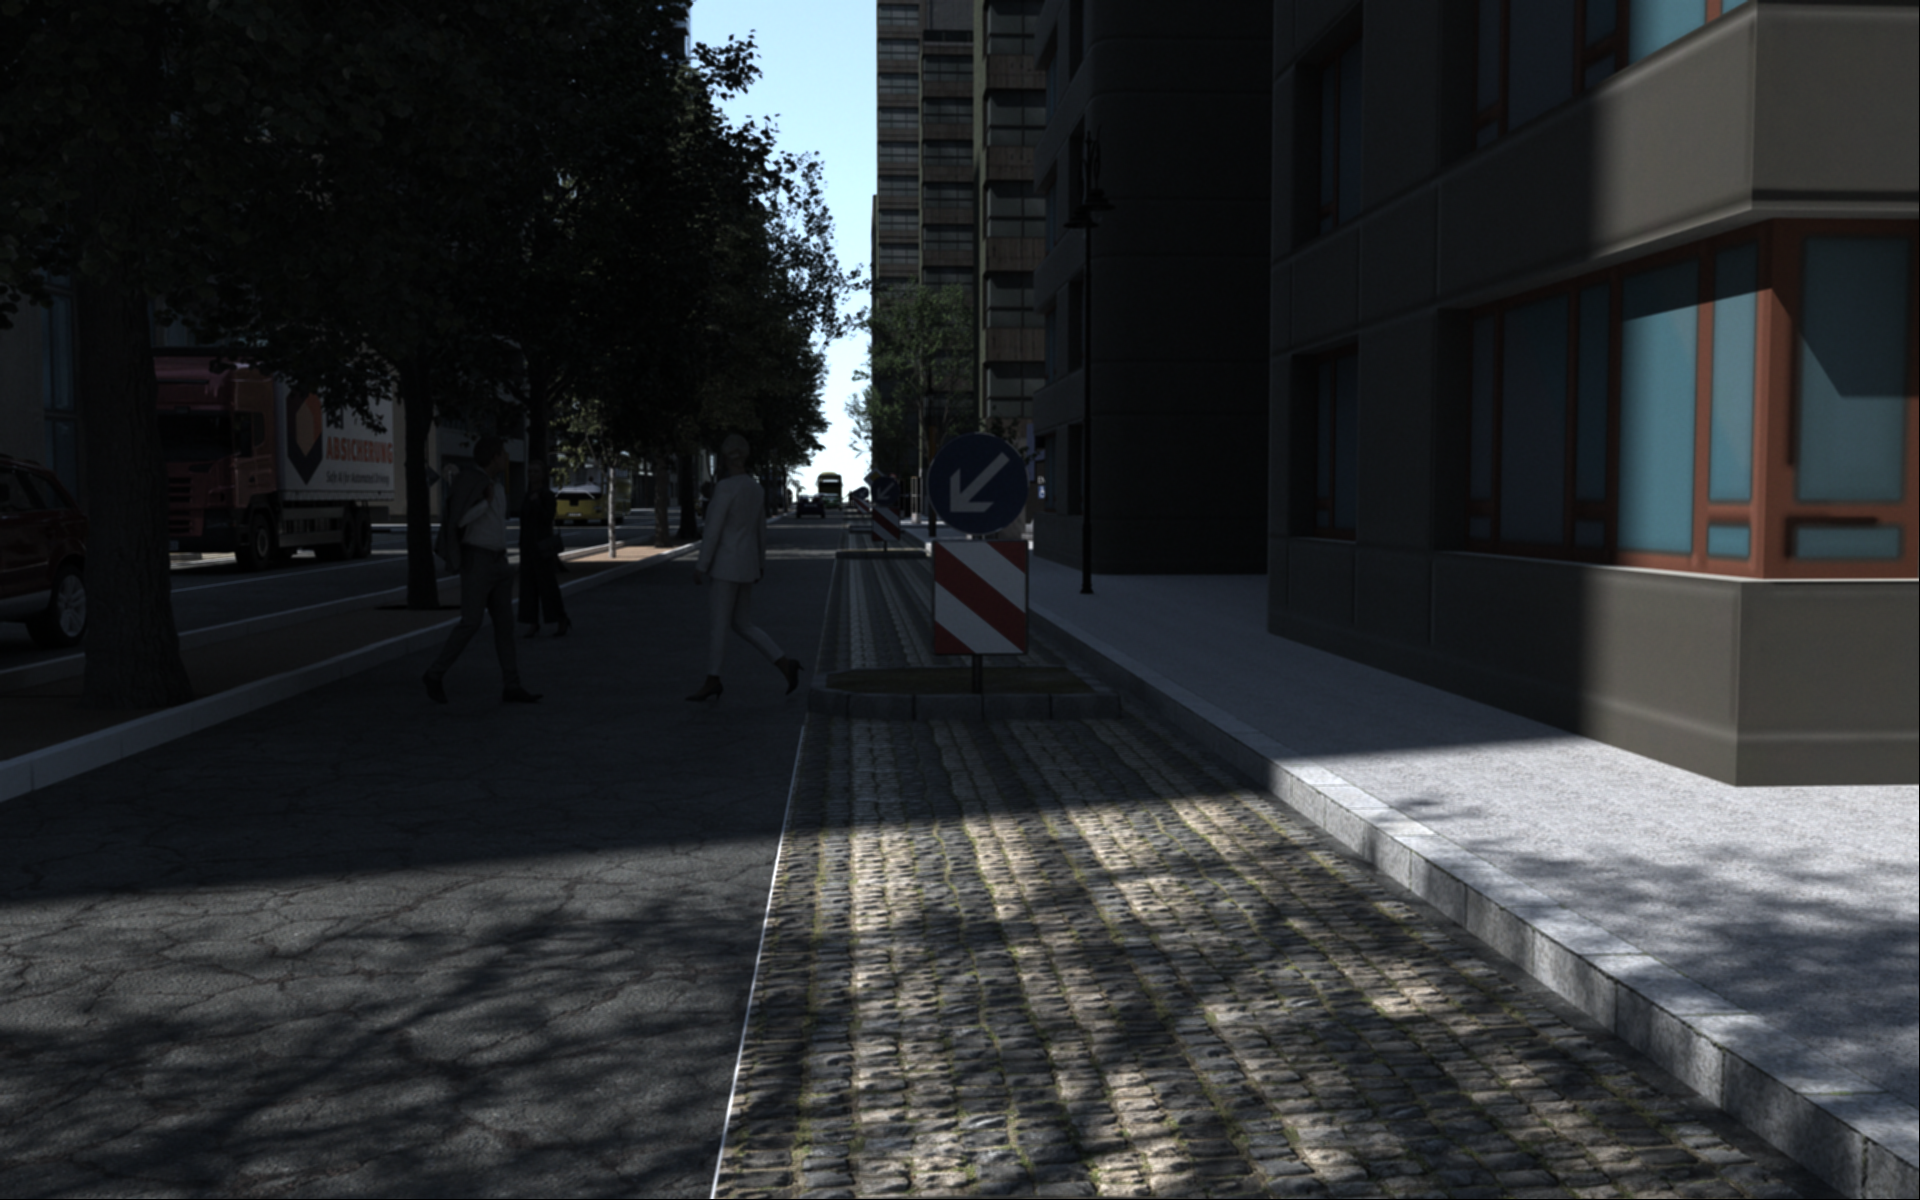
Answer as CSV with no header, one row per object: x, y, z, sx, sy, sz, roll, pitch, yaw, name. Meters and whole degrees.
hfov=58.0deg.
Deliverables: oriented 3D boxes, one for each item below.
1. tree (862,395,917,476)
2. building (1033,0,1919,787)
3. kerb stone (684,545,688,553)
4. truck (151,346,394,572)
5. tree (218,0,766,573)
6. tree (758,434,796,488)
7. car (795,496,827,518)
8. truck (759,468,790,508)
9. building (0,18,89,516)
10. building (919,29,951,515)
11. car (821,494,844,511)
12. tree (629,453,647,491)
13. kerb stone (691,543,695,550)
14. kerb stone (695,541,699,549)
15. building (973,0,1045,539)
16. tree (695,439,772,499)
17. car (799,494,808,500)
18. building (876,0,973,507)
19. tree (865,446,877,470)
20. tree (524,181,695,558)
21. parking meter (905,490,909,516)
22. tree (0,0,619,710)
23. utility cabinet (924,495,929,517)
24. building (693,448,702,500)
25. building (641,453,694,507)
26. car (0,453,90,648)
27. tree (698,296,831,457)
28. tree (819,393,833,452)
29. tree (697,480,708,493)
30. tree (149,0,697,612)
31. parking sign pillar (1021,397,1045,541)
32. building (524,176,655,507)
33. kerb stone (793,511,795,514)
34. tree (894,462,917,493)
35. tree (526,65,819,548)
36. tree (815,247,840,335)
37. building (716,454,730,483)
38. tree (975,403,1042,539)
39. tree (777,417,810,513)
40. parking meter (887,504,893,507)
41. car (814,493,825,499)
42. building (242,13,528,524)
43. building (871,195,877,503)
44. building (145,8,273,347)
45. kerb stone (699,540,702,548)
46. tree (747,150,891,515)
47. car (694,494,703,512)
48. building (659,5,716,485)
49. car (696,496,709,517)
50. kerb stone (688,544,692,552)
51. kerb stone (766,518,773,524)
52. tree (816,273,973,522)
-5.029,-10.882,128.289,4.737,8.622,4.395,0,3,0,tree
16.262,-10.836,22.212,27.650,21.520,28.899,0,4,-4,building
-6.696,-1.180,41.590,0.120,0.150,1.000,0,4,-4,kerb stone
-14.202,-2.825,35.111,2.839,4.237,11.283,0,4,-3,truck
-7.606,-6.820,30.967,9.611,12.733,9.660,0,3,0,tree
-13.461,-10.542,125.181,4.737,8.622,4.395,0,3,0,tree
-8.936,-5.573,103.703,1.945,1.354,3.894,0,4,-5,car
-19.932,-12.051,186.791,2.967,4.110,18.799,0,4,-3,truck
-36.699,-26.181,47.663,30.456,49.044,23.786,0,4,-4,building
4.282,-20.826,112.207,14.160,30.474,14.107,0,4,-4,building
-11.130,-8.460,150.126,2.131,1.459,4.920,0,4,-4,car
-27.342,-11.739,142.295,4.360,8.622,3.978,0,3,0,tree
-6.834,-1.311,43.632,0.120,0.150,1.000,0,4,-4,kerb stone
-6.892,-1.374,44.652,0.120,0.150,1.000,0,4,-4,kerb stone
7.280,-17.351,55.390,14.160,30.474,14.107,0,4,-4,building
-8.839,-6.672,61.901,4.360,8.622,3.978,0,3,0,tree
-26.139,-16.998,289.912,2.014,1.417,4.499,0,4,-5,car
0.398,-27.757,137.414,14.154,41.232,14.086,0,4,-4,building
-10.823,-17.356,234.131,4.360,8.622,3.978,0,3,0,tree
-7.805,-5.246,38.595,4.737,8.622,4.395,0,3,0,tree
-3.132,-5.646,100.726,0.372,1.533,0.369,0,3,0,parking meter
-5.544,-6.244,11.195,9.857,13.997,8.962,0,3,0,tree
-1.849,-5.294,97.721,0.306,1.237,1.020,0,4,3,utility cabinet
-39.310,-32.285,211.448,14.154,41.232,14.086,0,4,-4,building
-44.450,-21.112,190.221,27.650,21.520,28.899,0,4,-4,building
-9.237,-0.366,14.665,2.281,1.827,5.304,0,4,-3,car
-10.522,-8.939,83.021,8.767,10.594,7.601,0,4,-4,tree
-11.568,-11.255,104.596,7.486,12.596,7.792,0,3,0,tree
-30.558,-13.049,207.960,1.663,3.219,1.824,0,3,0,tree
-6.759,-5.686,21.182,9.928,11.665,9.643,0,3,0,tree
2.417,-3.618,47.629,1.447,3.967,1.447,-3,5,-45,parking sign pillar
-40.668,-32.974,158.736,23.786,49.044,30.456,0,4,-4,building
-11.896,-6.097,121.920,0.120,0.150,1.000,0,4,-4,kerb stone
-3.255,-6.637,103.115,1.663,3.219,1.824,0,3,0,tree
-7.767,-7.623,45.221,7.486,12.596,7.792,0,3,0,tree
-8.644,-8.271,54.702,9.611,12.733,9.660,0,3,0,tree
-49.399,-26.344,275.763,27.650,21.520,28.899,0,4,-4,building
0.748,-2.607,37.220,1.663,3.219,1.824,0,3,0,tree
-14.433,-11.709,144.258,4.360,8.622,3.978,0,3,0,tree
-4.311,-5.974,106.081,0.372,1.533,0.369,0,3,0,parking meter
-13.180,-9.507,164.486,2.155,1.783,4.494,0,4,-5,car
-33.393,-28.002,81.534,21.300,48.544,21.600,0,4,-4,building
-2.799,-39.264,265.662,21.300,48.544,21.600,0,4,-4,building
-37.032,-30.319,115.319,23.786,49.044,30.456,0,4,-4,building
-6.956,-1.430,45.678,0.120,0.150,1.000,0,4,-4,kerb stone
-10.323,-14.431,94.294,12.611,20.169,13.585,0,3,0,tree
-20.567,-7.994,140.931,2.015,1.641,3.980,0,4,-2,car
-45.400,-56.908,243.111,22.319,86.520,31.000,0,4,-4,building
-15.936,-6.199,111.584,2.015,1.641,3.980,0,4,-3,car
-6.755,-1.249,42.612,0.120,0.150,1.000,0,4,-4,kerb stone
-9.709,-4.024,88.162,0.120,0.150,1.000,0,4,-4,kerb stone
-1.230,-9.480,80.751,9.928,11.665,9.643,0,3,0,tree
